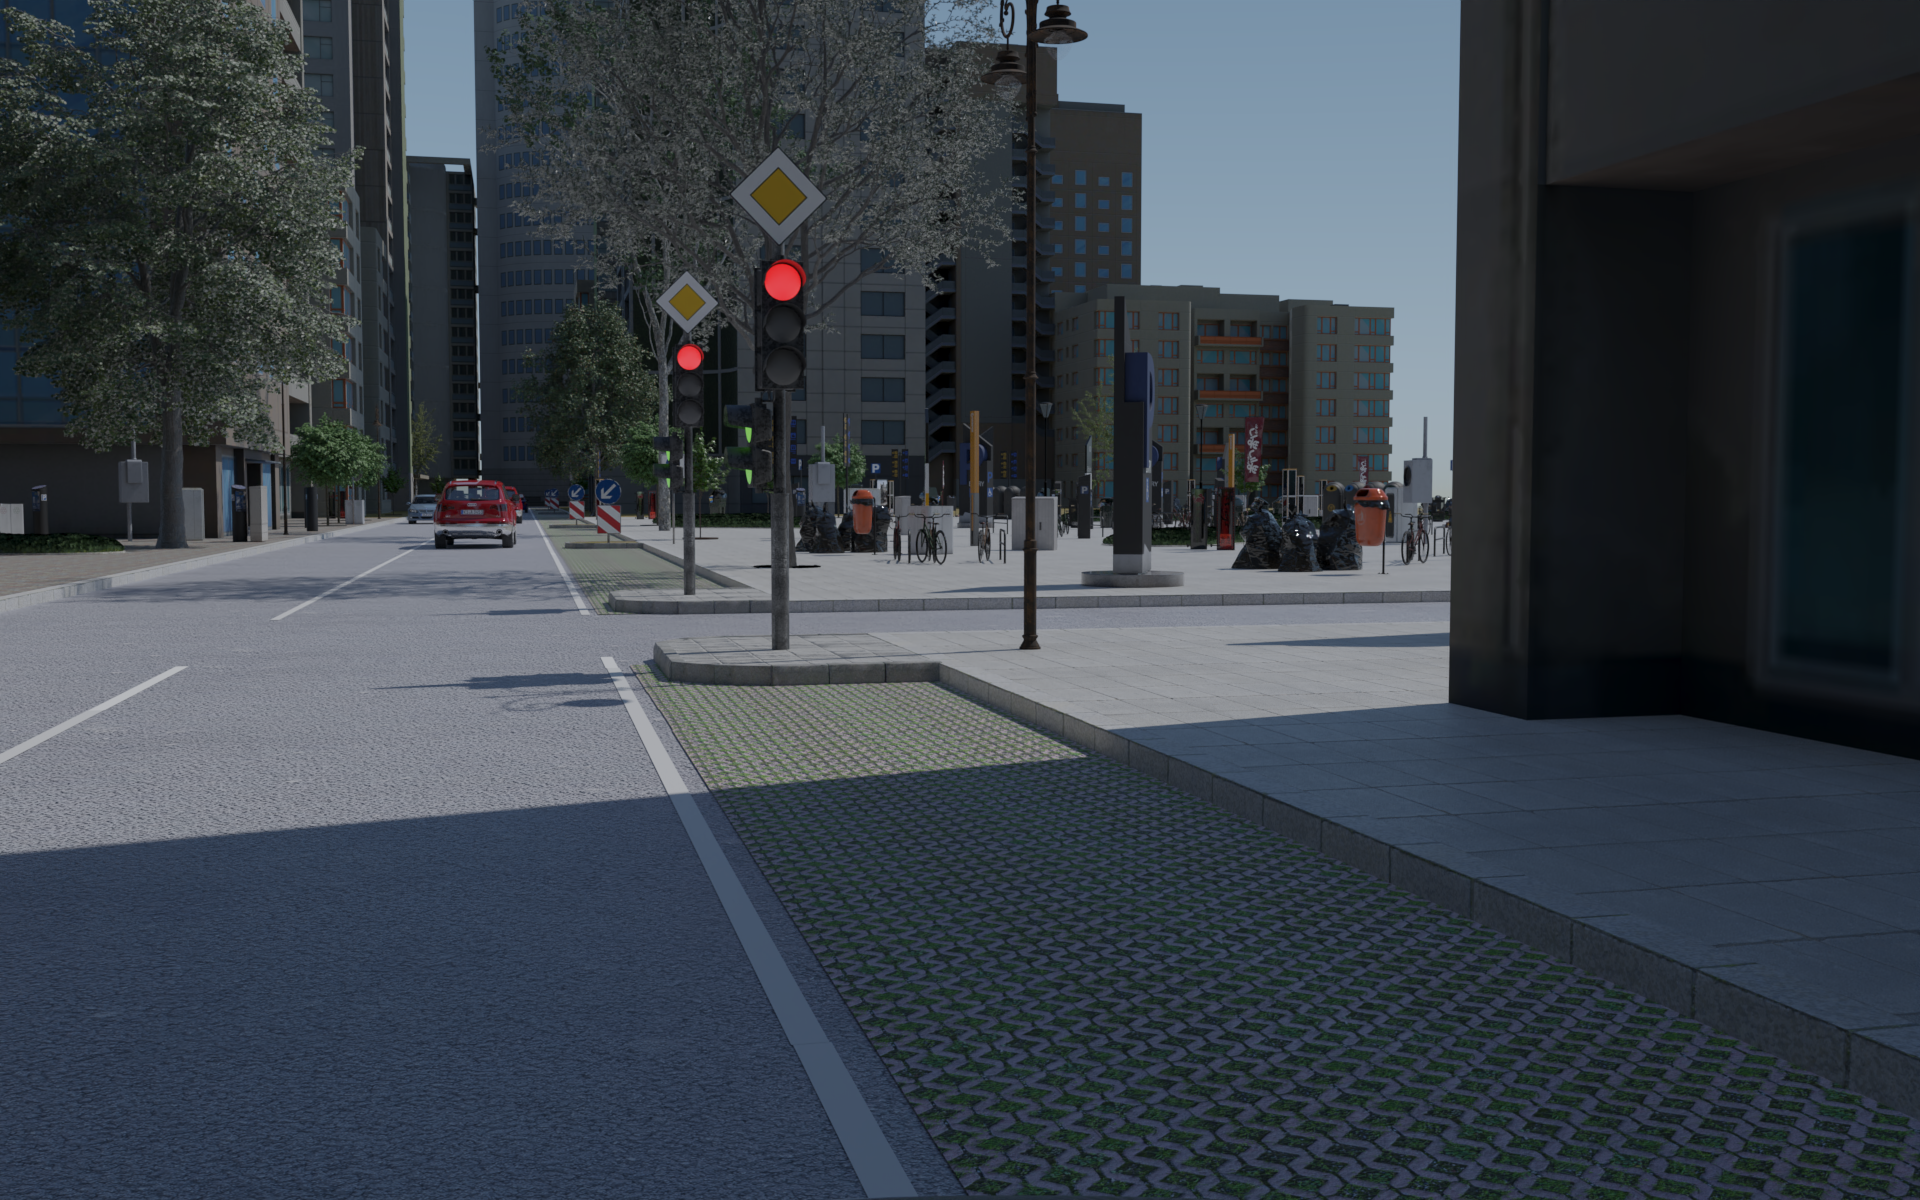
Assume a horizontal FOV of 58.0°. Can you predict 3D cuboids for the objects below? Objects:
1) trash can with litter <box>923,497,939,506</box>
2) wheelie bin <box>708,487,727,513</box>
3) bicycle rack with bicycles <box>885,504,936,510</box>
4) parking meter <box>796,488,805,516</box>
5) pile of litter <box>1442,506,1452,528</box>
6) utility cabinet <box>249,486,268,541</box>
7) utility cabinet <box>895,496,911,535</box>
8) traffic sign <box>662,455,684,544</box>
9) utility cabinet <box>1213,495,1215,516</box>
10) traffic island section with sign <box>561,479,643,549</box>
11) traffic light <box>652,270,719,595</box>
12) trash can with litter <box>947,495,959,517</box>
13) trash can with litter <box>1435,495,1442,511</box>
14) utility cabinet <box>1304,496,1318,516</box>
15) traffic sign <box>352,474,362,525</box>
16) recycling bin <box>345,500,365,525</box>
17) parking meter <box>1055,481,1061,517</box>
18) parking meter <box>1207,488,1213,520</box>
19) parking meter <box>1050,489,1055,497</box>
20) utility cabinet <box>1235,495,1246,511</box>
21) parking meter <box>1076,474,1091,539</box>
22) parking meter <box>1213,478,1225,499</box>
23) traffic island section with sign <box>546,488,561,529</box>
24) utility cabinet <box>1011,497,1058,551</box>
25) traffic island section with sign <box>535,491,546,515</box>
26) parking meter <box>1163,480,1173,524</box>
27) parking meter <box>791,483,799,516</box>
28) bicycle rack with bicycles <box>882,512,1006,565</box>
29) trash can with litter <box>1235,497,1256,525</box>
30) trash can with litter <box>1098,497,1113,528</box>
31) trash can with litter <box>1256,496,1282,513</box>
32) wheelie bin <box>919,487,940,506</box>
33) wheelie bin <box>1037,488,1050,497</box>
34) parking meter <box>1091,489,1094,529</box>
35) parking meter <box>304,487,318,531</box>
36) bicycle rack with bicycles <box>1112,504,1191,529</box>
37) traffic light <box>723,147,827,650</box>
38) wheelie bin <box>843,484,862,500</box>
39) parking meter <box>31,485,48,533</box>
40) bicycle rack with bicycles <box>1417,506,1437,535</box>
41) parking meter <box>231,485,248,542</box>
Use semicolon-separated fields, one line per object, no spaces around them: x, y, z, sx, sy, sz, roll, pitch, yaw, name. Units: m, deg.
-1.143;-3.839;74.155;0.624;1.170;1.055;2;4;26;trash can with litter
-11.398;-4.509;81.623;0.693;1.594;0.980;2;4;25;wheelie bin
-2.012;-3.000;62.431;2.852;0.926;2.925;1;4;17;bicycle rack with bicycles
-6.424;-3.759;69.876;0.372;1.533;0.369;0;3;0;parking meter
18.811;-3.155;65.553;1.176;0.858;1.719;-1;4;-23;pile of litter
-18.940;-2.328;46.747;0.318;1.500;1.173;-1;4;-15;utility cabinet
-1.805;-2.636;54.263;0.306;1.237;1.020;-1;4;-14;utility cabinet
-7.326;-2.577;44.261;0.606;2.300;0.079;-1;4;-8;traffic sign
12.983;-4.722;88.368;1.020;1.237;0.306;0;4;5;utility cabinet
-9.461;-2.280;45.901;1.989;1.847;2.006;-1;4;-14;traffic island section with sign
-3.460;-2.019;21.928;0.839;4.253;0.868;-1;4;-14;traffic light
-0.839;-5.245;96.810;2.233;1.210;1.678;1;4;13;trash can with litter
29.706;-5.885;107.279;1.678;1.210;2.233;-1;4;-18;trash can with litter
14.505;-3.767;72.744;1.020;1.237;0.306;1;4;18;utility cabinet
-25.444;-4.434;72.605;0.768;2.556;0.104;-1;4;-9;traffic sign
-25.548;-3.704;73.107;0.722;1.027;0.722;-1;4;-15;recycling bin
4.400;-4.408;77.777;0.255;1.863;0.399;1;4;10;parking meter
13.739;-5.353;95.934;0.372;1.533;0.369;0;3;0;parking meter
4.804;-4.944;89.241;0.372;1.533;0.369;0;3;0;parking meter
16.222;-5.486;100.862;0.306;1.237;1.020;-2;4;-33;utility cabinet
3.544;-2.692;49.729;0.399;1.863;0.255;0;4;-2;parking meter
9.433;-3.500;62.935;0.255;1.863;0.399;-1;4;-16;parking meter
-16.155;-3.898;72.362;1.989;1.847;2.006;-1;4;-14;traffic island section with sign
1.698;-1.738;39.580;1.020;1.237;0.306;1;4;21;utility cabinet
-28.526;-6.888;121.253;1.989;1.847;2.006;-1;4;-14;traffic island section with sign
8.784;-4.124;73.131;0.399;1.863;0.255;2;4;32;parking meter
-8.457;-5.080;88.775;0.399;1.863;0.255;0;4;6;parking meter
-0.203;-1.177;32.631;2.852;0.926;2.925;0;4;0;bicycle rack with bicycles
10.484;-3.275;64.941;0.624;1.170;1.055;-1;4;-13;trash can with litter
5.488;-3.335;65.907;0.624;1.170;1.055;0;4;-4;trash can with litter
12.095;-3.490;68.455;1.055;1.170;0.624;-1;4;-19;trash can with litter
-1.459;-4.505;81.559;0.980;1.594;0.693;-1;4;-20;wheelie bin
4.446;-5.068;90.769;0.693;1.594;0.980;3;4;39;wheelie bin
4.684;-3.352;63.212;0.372;1.533;0.369;0;3;0;parking meter
-24.523;-3.479;65.287;0.372;1.533;0.369;0;3;0;parking meter
6.778;-3.025;62.845;2.852;0.926;2.925;-2;4;-30;bicycle rack with bicycles
-1.500;-1.545;14.186;0.839;4.253;0.868;-1;4;-14;traffic light
-3.404;-3.002;56.993;0.693;1.594;0.980;-2;4;-35;wheelie bin
-25.084;-2.374;47.222;0.372;1.533;0.369;0;3;0;parking meter
13.830;-2.506;54.359;2.852;0.926;2.925;3;4;37;bicycle rack with bicycles
-19.272;-2.319;46.321;0.372;1.533;0.369;0;3;0;parking meter
